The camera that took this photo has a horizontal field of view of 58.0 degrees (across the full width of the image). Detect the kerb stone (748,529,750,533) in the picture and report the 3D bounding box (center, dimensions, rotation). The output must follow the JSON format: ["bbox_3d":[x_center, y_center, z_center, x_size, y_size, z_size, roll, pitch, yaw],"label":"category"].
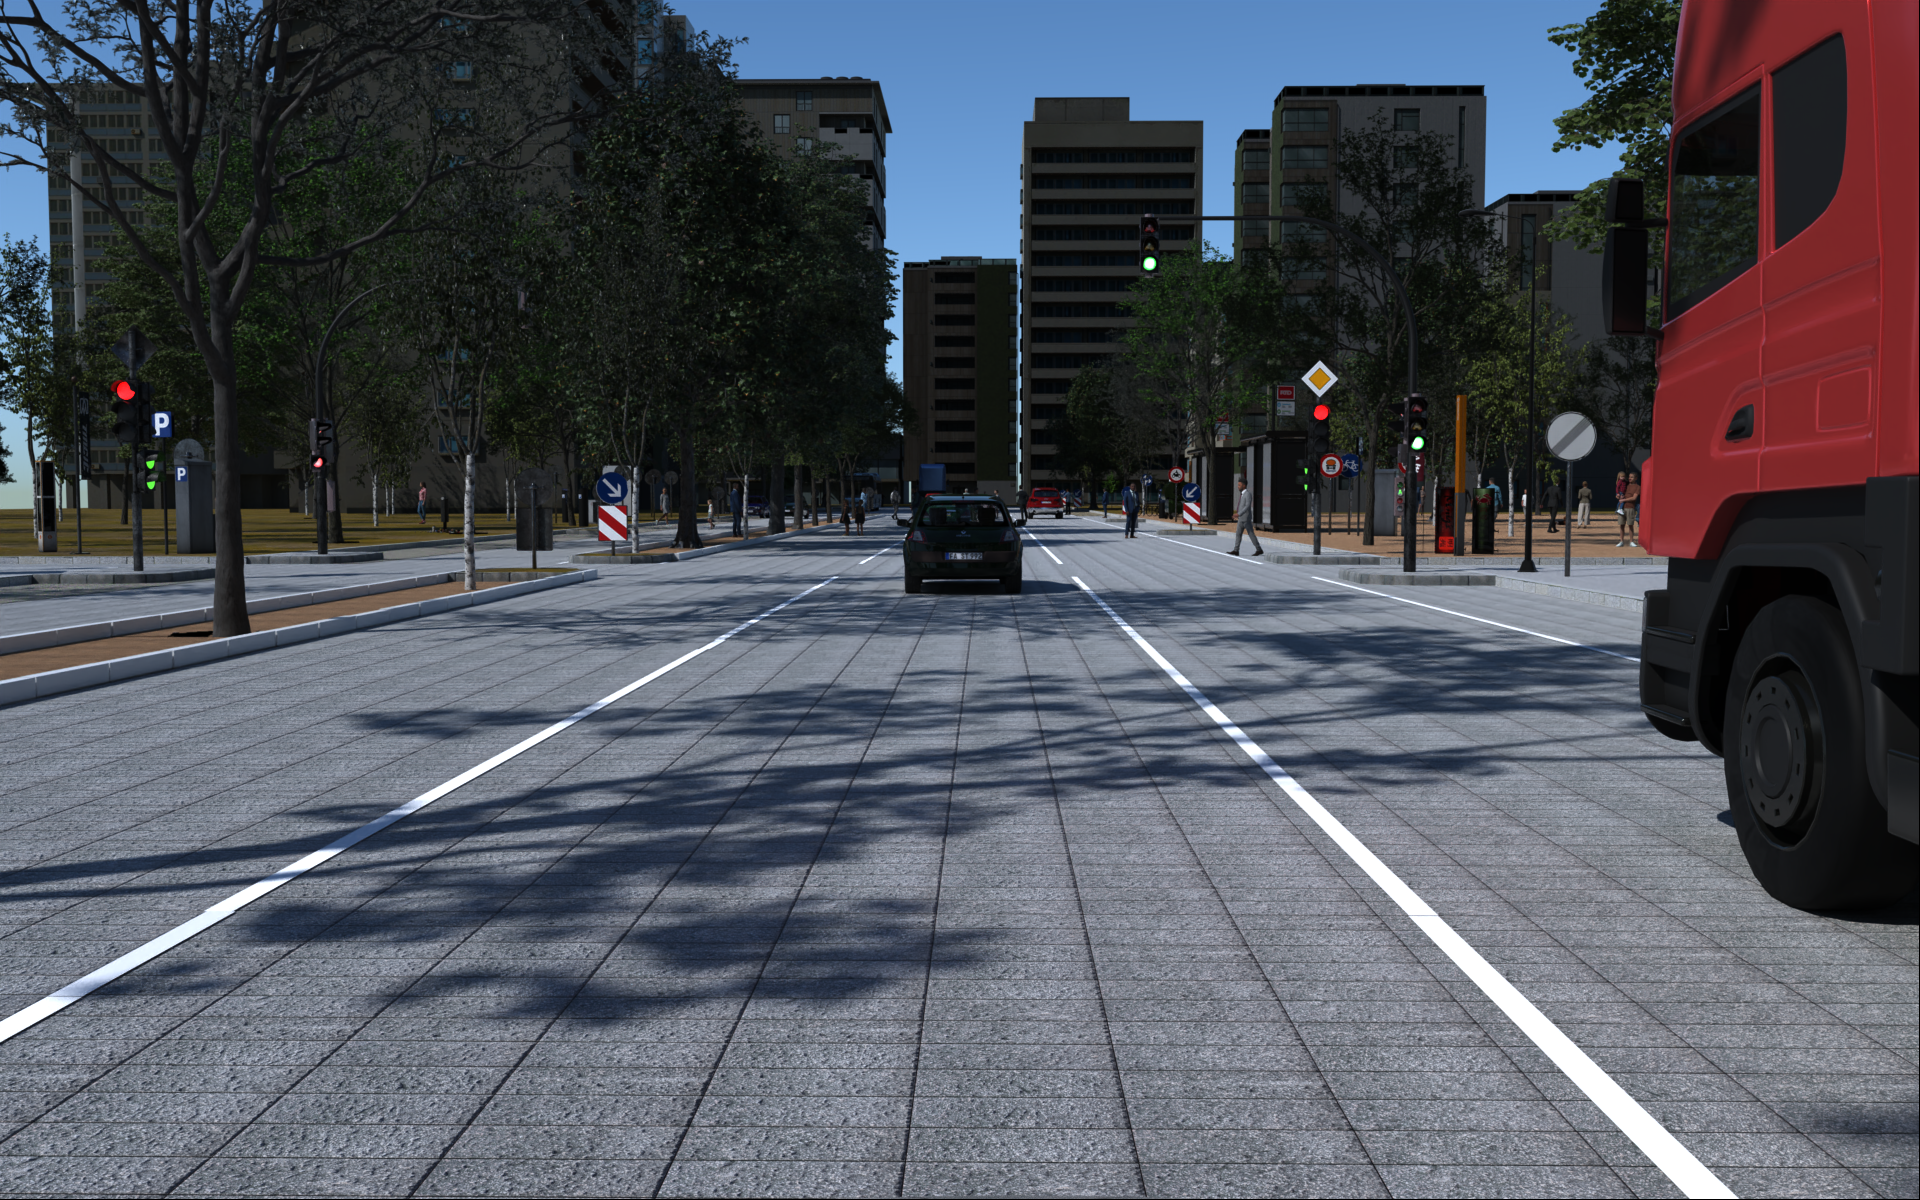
[{"bbox_3d":[-7.800,-2.459,62.405,0.120,0.150,1.000,0,4,1],"label":"kerb stone"}]

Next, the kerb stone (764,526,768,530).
[{"bbox_3d":[-7.712,-2.772,67.522,0.120,0.150,1.000,0,4,1],"label":"kerb stone"}]

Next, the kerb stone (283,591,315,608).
[{"bbox_3d":[-8.474,0.014,21.964,0.120,0.150,1.000,0,4,1],"label":"kerb stone"}]

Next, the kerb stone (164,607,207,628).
[{"bbox_3d":[-8.525,0.206,18.894,0.120,0.150,1.000,0,4,1],"label":"kerb stone"}]

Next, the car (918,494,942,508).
[{"bbox_3d":[-0.333,-2.669,55.429,2.131,1.459,4.920,0,4,3],"label":"car"}]

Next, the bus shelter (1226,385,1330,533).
[{"bbox_3d":[11.210,-5.115,61.268,2.179,5.291,8.768,0,4,1],"label":"bus shelter"}]

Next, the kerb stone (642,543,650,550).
[{"bbox_3d":[-8.102,-1.332,43.971,0.120,0.150,1.000,0,4,1],"label":"kerb stone"}]

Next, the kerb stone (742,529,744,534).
[{"bbox_3d":[-7.826,-2.396,61.378,0.120,0.150,1.000,0,4,1],"label":"kerb stone"}]

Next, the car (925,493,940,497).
[{"bbox_3d":[-1.799,-7.065,124.556,2.155,1.783,4.494,0,4,0],"label":"car"}]

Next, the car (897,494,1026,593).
[{"bbox_3d":[0.029,-1.014,26.370,2.009,1.686,4.222,0,4,-1],"label":"car"}]

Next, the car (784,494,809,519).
[{"bbox_3d":[-9.792,-5.525,100.115,2.009,1.686,4.222,0,4,3],"label":"car"}]

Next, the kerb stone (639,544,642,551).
[{"bbox_3d":[-8.118,-1.268,42.949,0.120,0.150,1.000,0,4,1],"label":"kerb stone"}]

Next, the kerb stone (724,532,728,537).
[{"bbox_3d":[-7.888,-2.146,57.289,0.120,0.150,1.000,0,4,1],"label":"kerb stone"}]

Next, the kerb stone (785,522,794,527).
[{"bbox_3d":[-7.564,-3.336,76.743,0.120,0.150,1.000,0,4,1],"label":"kerb stone"}]

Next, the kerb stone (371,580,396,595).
[{"bbox_3d":[-8.422,-0.168,25.038,0.120,0.150,1.000,0,4,1],"label":"kerb stone"}]

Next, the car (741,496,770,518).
[{"bbox_3d":[-12.314,-5.522,102.872,1.945,1.354,3.894,0,4,1],"label":"car"}]

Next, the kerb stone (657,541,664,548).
[{"bbox_3d":[-8.075,-1.457,46.015,0.120,0.150,1.000,0,4,1],"label":"kerb stone"}]

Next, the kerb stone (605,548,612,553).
[{"bbox_3d":[-8.167,-1.082,39.880,0.120,0.150,1.000,0,4,1],"label":"kerb stone"}]

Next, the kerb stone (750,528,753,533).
[{"bbox_3d":[-7.785,-2.518,63.428,0.120,0.150,1.000,0,4,1],"label":"kerb stone"}]

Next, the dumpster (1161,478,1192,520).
[{"bbox_3d":[11.044,-5.219,87.830,1.502,2.255,1.985,0,4,1],"label":"dumpster"}]

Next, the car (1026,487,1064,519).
[{"bbox_3d":[4.925,-5.643,100.935,2.281,1.827,5.304,0,4,1],"label":"car"}]

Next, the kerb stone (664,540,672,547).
[{"bbox_3d":[-8.054,-1.519,47.037,0.120,0.150,1.000,0,4,1],"label":"kerb stone"}]

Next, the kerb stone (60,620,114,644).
[{"bbox_3d":[-8.567,0.327,16.841,0.120,0.150,1.000,0,4,1],"label":"kerb stone"}]

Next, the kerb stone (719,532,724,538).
[{"bbox_3d":[-7.896,-2.083,56.259,0.120,0.150,1.000,0,4,1],"label":"kerb stone"}]

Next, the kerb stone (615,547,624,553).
[{"bbox_3d":[-8.164,-1.144,40.904,0.120,0.150,1.000,0,4,1],"label":"kerb stone"}]

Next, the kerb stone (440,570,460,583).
[{"bbox_3d":[-8.373,-0.362,28.113,0.120,0.150,1.000,0,4,1],"label":"kerb stone"}]

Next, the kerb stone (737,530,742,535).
[{"bbox_3d":[-7.834,-2.327,60.356,0.120,0.150,1.000,0,4,1],"label":"kerb stone"}]

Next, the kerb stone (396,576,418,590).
[{"bbox_3d":[-8.413,-0.234,26.060,0.120,0.150,1.000,0,4,1],"label":"kerb stone"}]

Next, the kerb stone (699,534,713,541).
[{"bbox_3d":[-7.941,-1.958,54.209,0.120,0.150,1.000,0,4,1],"label":"kerb stone"}]

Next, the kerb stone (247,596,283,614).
[{"bbox_3d":[-8.487,0.077,20.941,0.120,0.150,1.000,0,4,1],"label":"kerb stone"}]

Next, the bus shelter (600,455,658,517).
[{"bbox_3d":[-16.105,-5.494,83.753,2.014,3.302,5.546,0,4,1],"label":"bus shelter"}]

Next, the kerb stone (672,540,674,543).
[{"bbox_3d":[-8.040,-1.582,48.062,0.120,0.150,1.000,0,4,1],"label":"kerb stone"}]

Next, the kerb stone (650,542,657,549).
[{"bbox_3d":[-8.094,-1.394,44.993,0.120,0.150,1.000,0,4,1],"label":"kerb stone"}]

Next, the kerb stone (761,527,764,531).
[{"bbox_3d":[-7.734,-2.710,66.500,0.120,0.150,1.000,0,4,1],"label":"kerb stone"}]

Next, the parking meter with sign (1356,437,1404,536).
[{"bbox_3d":[12.958,-3.451,52.680,1.738,3.016,0.543,2,4,26],"label":"parking meter with sign"}]

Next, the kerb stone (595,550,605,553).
[{"bbox_3d":[-8.188,-1.019,38.858,0.120,0.150,1.000,0,4,1],"label":"kerb stone"}]

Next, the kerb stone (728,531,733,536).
[{"bbox_3d":[-7.867,-2.209,58.311,0.120,0.150,1.000,0,4,1],"label":"kerb stone"}]

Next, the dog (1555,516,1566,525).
[{"bbox_3d":[24.690,-3.265,71.112,0.550,0.427,0.748,-2,4,-28],"label":"dog"}]

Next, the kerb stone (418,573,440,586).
[{"bbox_3d":[-8.391,-0.299,27.091,0.120,0.150,1.000,0,4,1],"label":"kerb stone"}]

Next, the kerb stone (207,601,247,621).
[{"bbox_3d":[-8.500,0.140,19.916,0.120,0.150,1.000,0,4,1],"label":"kerb stone"}]

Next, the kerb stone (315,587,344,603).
[{"bbox_3d":[-8.451,-0.048,22.985,0.120,0.150,1.000,0,4,1],"label":"kerb stone"}]

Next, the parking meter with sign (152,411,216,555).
[{"bbox_3d":[-16.512,-2.515,37.386,0.543,3.016,1.738,1,4,21],"label":"parking meter with sign"}]

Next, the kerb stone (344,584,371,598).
[{"bbox_3d":[-8.440,-0.109,24.012,0.120,0.150,1.000,0,4,1],"label":"kerb stone"}]

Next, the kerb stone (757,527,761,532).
[{"bbox_3d":[-7.745,-2.647,65.478,0.120,0.150,1.000,0,4,1],"label":"kerb stone"}]

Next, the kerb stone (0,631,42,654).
[{"bbox_3d":[-8.577,0.390,15.819,0.120,0.150,1.000,0,4,1],"label":"kerb stone"}]

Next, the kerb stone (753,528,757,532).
[{"bbox_3d":[-7.768,-2.585,64.456,0.120,0.150,1.000,0,4,1],"label":"kerb stone"}]

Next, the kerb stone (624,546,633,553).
[{"bbox_3d":[-8.138,-1.207,41.926,0.120,0.150,1.000,0,4,1],"label":"kerb stone"}]

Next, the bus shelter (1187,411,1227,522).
[{"bbox_3d":[11.918,-6.339,81.270,2.179,5.291,8.768,0,4,1],"label":"bus shelter"}]

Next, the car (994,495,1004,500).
[{"bbox_3d":[2.741,-8.392,149.574,2.083,1.381,4.827,0,4,1],"label":"car"}]

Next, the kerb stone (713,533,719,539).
[{"bbox_3d":[-7.912,-2.021,55.237,0.120,0.150,1.000,0,4,1],"label":"kerb stone"}]

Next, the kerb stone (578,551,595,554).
[{"bbox_3d":[-8.212,-0.952,37.833,0.120,0.150,1.000,0,4,1],"label":"kerb stone"}]

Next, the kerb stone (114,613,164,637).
[{"bbox_3d":[-8.540,0.265,17.863,0.120,0.150,1.000,0,4,1],"label":"kerb stone"}]
